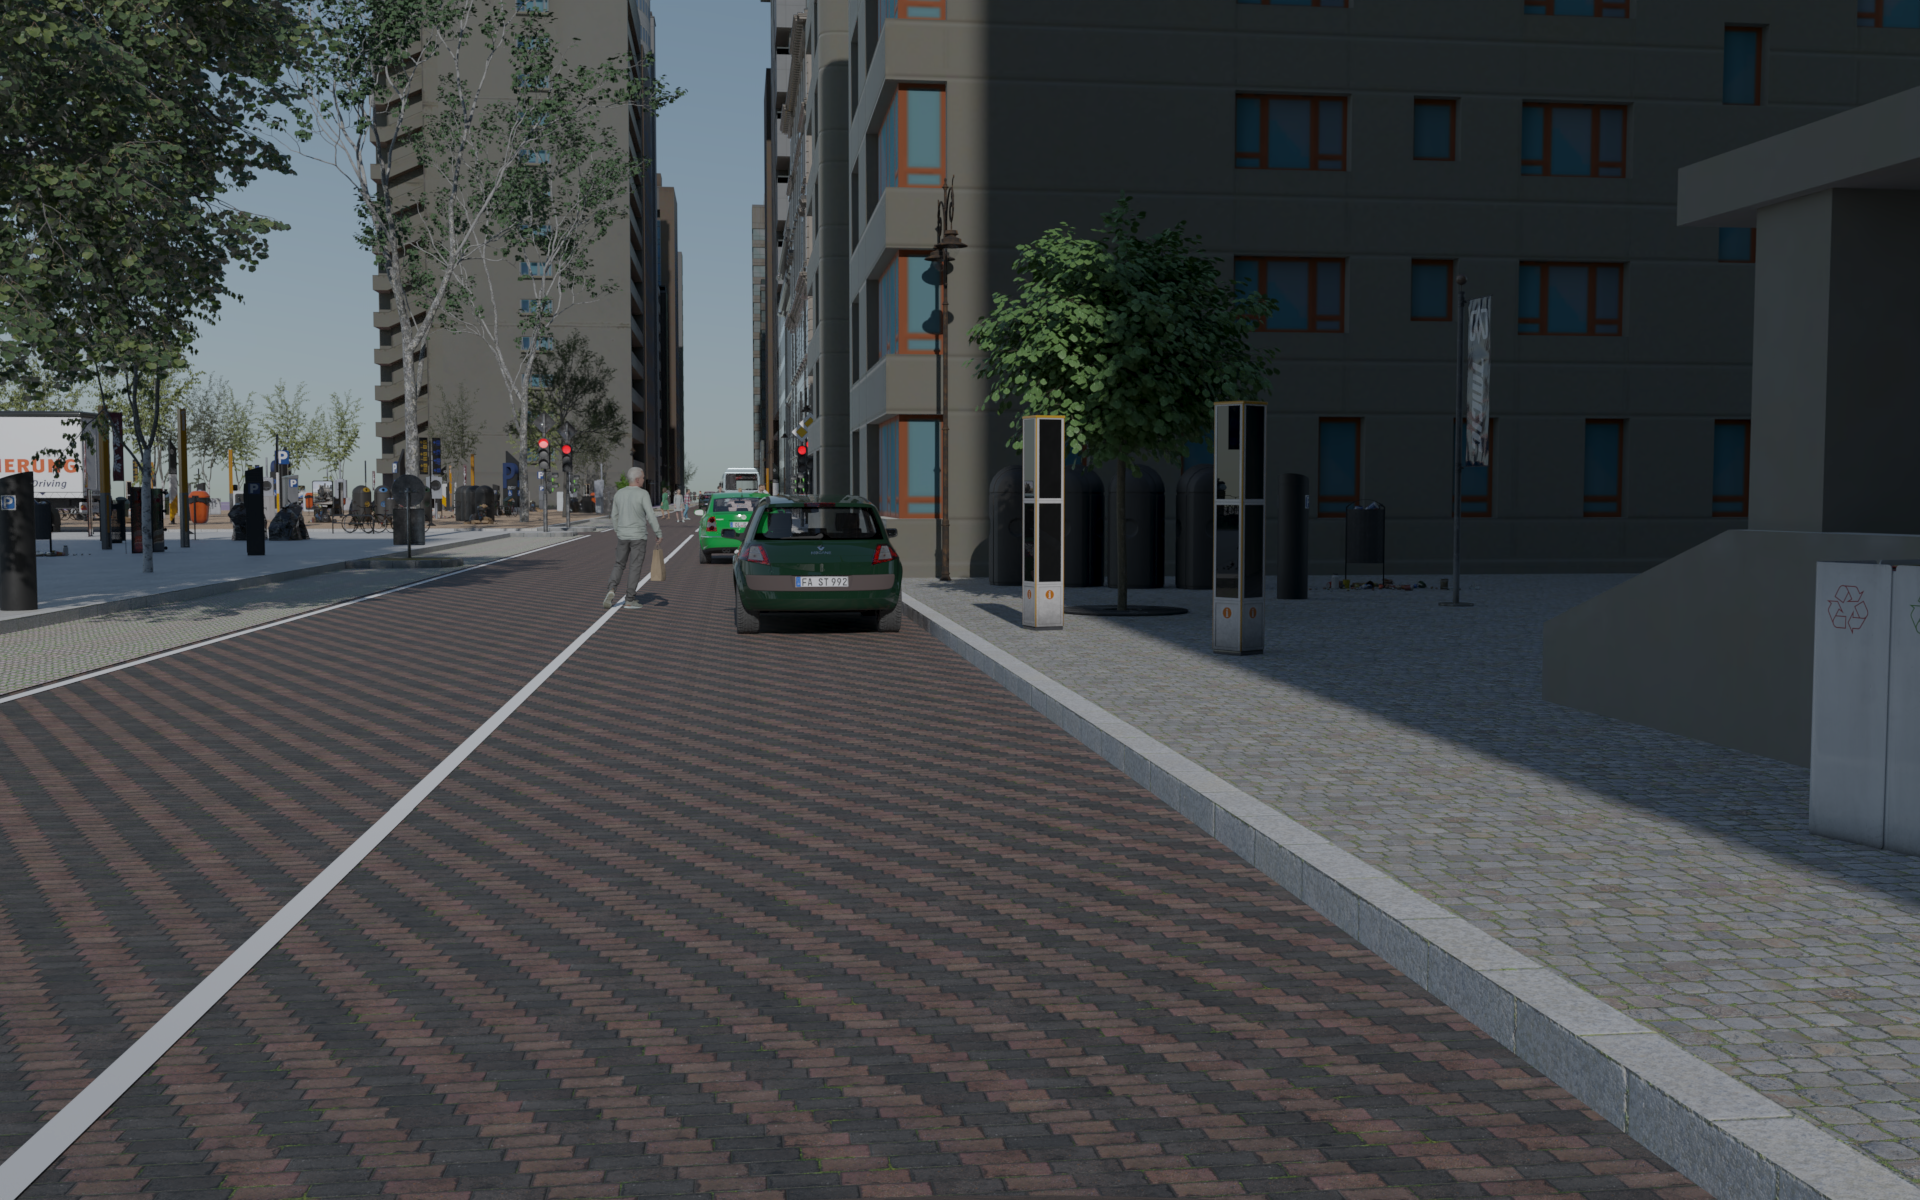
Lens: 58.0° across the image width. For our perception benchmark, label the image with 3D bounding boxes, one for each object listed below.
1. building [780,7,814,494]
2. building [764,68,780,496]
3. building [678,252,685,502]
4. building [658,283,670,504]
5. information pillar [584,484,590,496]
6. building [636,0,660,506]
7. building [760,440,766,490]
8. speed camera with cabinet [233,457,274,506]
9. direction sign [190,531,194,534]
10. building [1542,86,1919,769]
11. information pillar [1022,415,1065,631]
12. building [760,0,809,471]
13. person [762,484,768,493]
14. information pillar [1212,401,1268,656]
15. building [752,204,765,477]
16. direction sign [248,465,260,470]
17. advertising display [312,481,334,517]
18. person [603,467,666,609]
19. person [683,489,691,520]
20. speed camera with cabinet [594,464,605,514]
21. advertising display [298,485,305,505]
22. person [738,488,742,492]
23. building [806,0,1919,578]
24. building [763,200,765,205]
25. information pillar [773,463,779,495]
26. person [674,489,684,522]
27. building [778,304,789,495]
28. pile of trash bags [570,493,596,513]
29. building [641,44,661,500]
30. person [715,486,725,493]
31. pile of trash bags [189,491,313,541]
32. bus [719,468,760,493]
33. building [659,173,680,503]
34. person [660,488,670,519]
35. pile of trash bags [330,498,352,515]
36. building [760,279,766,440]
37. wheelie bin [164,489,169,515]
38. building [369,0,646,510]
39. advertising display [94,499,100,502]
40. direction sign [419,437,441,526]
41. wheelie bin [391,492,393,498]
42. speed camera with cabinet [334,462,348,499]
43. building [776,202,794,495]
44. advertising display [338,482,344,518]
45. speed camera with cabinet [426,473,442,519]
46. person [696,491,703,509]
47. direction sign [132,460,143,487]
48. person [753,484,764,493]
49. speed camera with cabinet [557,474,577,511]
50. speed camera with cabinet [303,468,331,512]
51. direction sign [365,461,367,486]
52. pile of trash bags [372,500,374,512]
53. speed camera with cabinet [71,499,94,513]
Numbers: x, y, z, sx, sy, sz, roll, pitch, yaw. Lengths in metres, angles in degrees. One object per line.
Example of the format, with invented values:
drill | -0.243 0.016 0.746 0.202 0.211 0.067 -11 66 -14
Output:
building | -2.734 -17.893 89.821 12.463 27.353 25.104 0 4 -7
building | -13.221 -32.424 180.246 14.600 45.320 14.200 0 4 -7
building | -52.463 -36.673 283.196 14.154 41.232 14.086 0 4 -7
building | -46.077 -28.024 229.890 14.160 30.474 14.107 0 4 -7
information pillar | -27.636 -7.571 128.277 0.304 2.012 0.304 3 5 40
building | -44.344 -39.601 189.480 21.231 58.520 28.212 0 4 -7
building | -12.118 -54.386 201.876 22.319 86.520 31.000 0 4 -7
speed camera with cabinet | -37.876 -6.022 92.790 2.038 3.252 0.660 -1 4 -17
direction sign | -24.726 -3.874 55.341 0.379 3.537 0.876 -2 4 -28
building | 20.486 -19.136 4.748 32.217 40.220 23.993 0 4 -7
information pillar | 0.787 -0.726 16.357 0.304 2.012 0.304 -1 4 -23
building | -3.659 -34.924 160.240 28.713 52.752 27.495 0 4 -7
person | -8.197 -3.883 72.085 0.679 1.850 0.850 3 4 37
information pillar | 2.236 -0.572 13.849 0.304 2.012 0.304 -3 5 -41
building | -22.514 -34.464 247.082 14.154 41.232 14.086 0 4 -7
direction sign | -54.634 -8.687 134.036 0.876 3.537 0.379 -1 4 -8
advertising display | -30.298 -4.720 82.384 0.974 1.923 0.123 0 4 -2
person | -4.039 -0.774 21.633 0.782 1.767 0.515 1 4 22
person | -15.402 -5.392 97.493 0.643 1.720 0.563 -2 4 -24
speed camera with cabinet | -23.725 -7.320 114.022 0.660 3.252 2.038 0 4 -8
advertising display | -48.945 -7.517 128.120 0.974 1.923 0.123 -2 4 -25
person | -12.743 -5.607 100.533 0.624 1.780 0.694 2 4 32
building | 10.739 -12.039 41.875 27.650 21.520 28.899 0 4 -7
building | -20.614 -39.838 270.966 23.786 49.044 30.456 0 4 -7
information pillar | -13.713 -8.418 128.993 0.504 3.616 0.183 2 4 26
person | -14.372 -4.833 88.528 0.512 1.701 0.522 -1 4 -20
building | -8.635 -17.116 134.602 10.420 20.320 16.860 0 4 -7
pile of trash bags | -25.691 -6.647 118.426 1.912 1.369 3.447 1 4 14
building | -37.437 -31.763 169.431 14.600 45.320 14.200 0 4 -7
person | -11.712 -4.706 85.244 0.655 1.846 0.447 -3 4 -39
pile of trash bags | -19.954 -2.367 48.451 3.447 1.369 1.912 0 4 6
bus | -16.383 -8.192 128.799 2.948 3.499 13.247 -1 4 -8
building | -46.943 -36.363 244.649 14.600 45.320 14.200 0 4 -7
person | -16.805 -5.502 98.710 0.529 1.795 0.600 1 4 9
pile of trash bags | -36.781 -5.633 101.848 3.447 1.369 1.912 0 4 -5
building | -19.861 -28.249 233.565 14.160 30.474 14.107 0 4 -7
wheelie bin | -48.974 -6.029 106.475 0.693 1.594 0.980 2 4 35
building | -38.898 -32.214 150.408 21.300 48.544 21.600 0 4 -7
advertising display | -63.110 -7.426 126.629 0.123 1.923 0.974 0 4 2
direction sign | -21.196 -4.730 69.339 0.876 3.537 0.379 -3 4 -37
wheelie bin | -45.346 -7.911 137.249 0.980 1.594 0.693 3 5 43
speed camera with cabinet | -37.035 -6.807 105.623 2.038 3.252 0.660 -1 4 -9
building | -5.137 -16.674 114.415 13.314 21.916 24.055 0 4 -7
advertising display | -33.343 -5.388 93.313 0.123 1.923 0.974 -1 4 -11
speed camera with cabinet | -27.437 -5.735 88.109 2.038 3.252 0.660 -2 4 -33
person | -25.809 -9.930 171.382 0.750 1.759 0.617 -2 4 -34
direction sign | -53.835 -7.443 113.688 0.876 3.537 0.379 0 4 1
person | -8.029 -3.709 69.113 0.622 1.834 0.822 -3 5 -44
speed camera with cabinet | -29.334 -8.256 129.323 0.660 3.252 2.038 1 4 18
speed camera with cabinet | -47.053 -8.107 126.889 2.038 3.252 0.660 -2 4 -23
direction sign | -40.220 -7.660 117.239 0.379 3.537 0.876 -2 4 -24
pile of trash bags | -44.215 -7.217 127.744 3.447 1.369 1.912 0 4 6
speed camera with cabinet | -54.114 -6.902 107.177 0.660 3.252 2.038 1 4 12
